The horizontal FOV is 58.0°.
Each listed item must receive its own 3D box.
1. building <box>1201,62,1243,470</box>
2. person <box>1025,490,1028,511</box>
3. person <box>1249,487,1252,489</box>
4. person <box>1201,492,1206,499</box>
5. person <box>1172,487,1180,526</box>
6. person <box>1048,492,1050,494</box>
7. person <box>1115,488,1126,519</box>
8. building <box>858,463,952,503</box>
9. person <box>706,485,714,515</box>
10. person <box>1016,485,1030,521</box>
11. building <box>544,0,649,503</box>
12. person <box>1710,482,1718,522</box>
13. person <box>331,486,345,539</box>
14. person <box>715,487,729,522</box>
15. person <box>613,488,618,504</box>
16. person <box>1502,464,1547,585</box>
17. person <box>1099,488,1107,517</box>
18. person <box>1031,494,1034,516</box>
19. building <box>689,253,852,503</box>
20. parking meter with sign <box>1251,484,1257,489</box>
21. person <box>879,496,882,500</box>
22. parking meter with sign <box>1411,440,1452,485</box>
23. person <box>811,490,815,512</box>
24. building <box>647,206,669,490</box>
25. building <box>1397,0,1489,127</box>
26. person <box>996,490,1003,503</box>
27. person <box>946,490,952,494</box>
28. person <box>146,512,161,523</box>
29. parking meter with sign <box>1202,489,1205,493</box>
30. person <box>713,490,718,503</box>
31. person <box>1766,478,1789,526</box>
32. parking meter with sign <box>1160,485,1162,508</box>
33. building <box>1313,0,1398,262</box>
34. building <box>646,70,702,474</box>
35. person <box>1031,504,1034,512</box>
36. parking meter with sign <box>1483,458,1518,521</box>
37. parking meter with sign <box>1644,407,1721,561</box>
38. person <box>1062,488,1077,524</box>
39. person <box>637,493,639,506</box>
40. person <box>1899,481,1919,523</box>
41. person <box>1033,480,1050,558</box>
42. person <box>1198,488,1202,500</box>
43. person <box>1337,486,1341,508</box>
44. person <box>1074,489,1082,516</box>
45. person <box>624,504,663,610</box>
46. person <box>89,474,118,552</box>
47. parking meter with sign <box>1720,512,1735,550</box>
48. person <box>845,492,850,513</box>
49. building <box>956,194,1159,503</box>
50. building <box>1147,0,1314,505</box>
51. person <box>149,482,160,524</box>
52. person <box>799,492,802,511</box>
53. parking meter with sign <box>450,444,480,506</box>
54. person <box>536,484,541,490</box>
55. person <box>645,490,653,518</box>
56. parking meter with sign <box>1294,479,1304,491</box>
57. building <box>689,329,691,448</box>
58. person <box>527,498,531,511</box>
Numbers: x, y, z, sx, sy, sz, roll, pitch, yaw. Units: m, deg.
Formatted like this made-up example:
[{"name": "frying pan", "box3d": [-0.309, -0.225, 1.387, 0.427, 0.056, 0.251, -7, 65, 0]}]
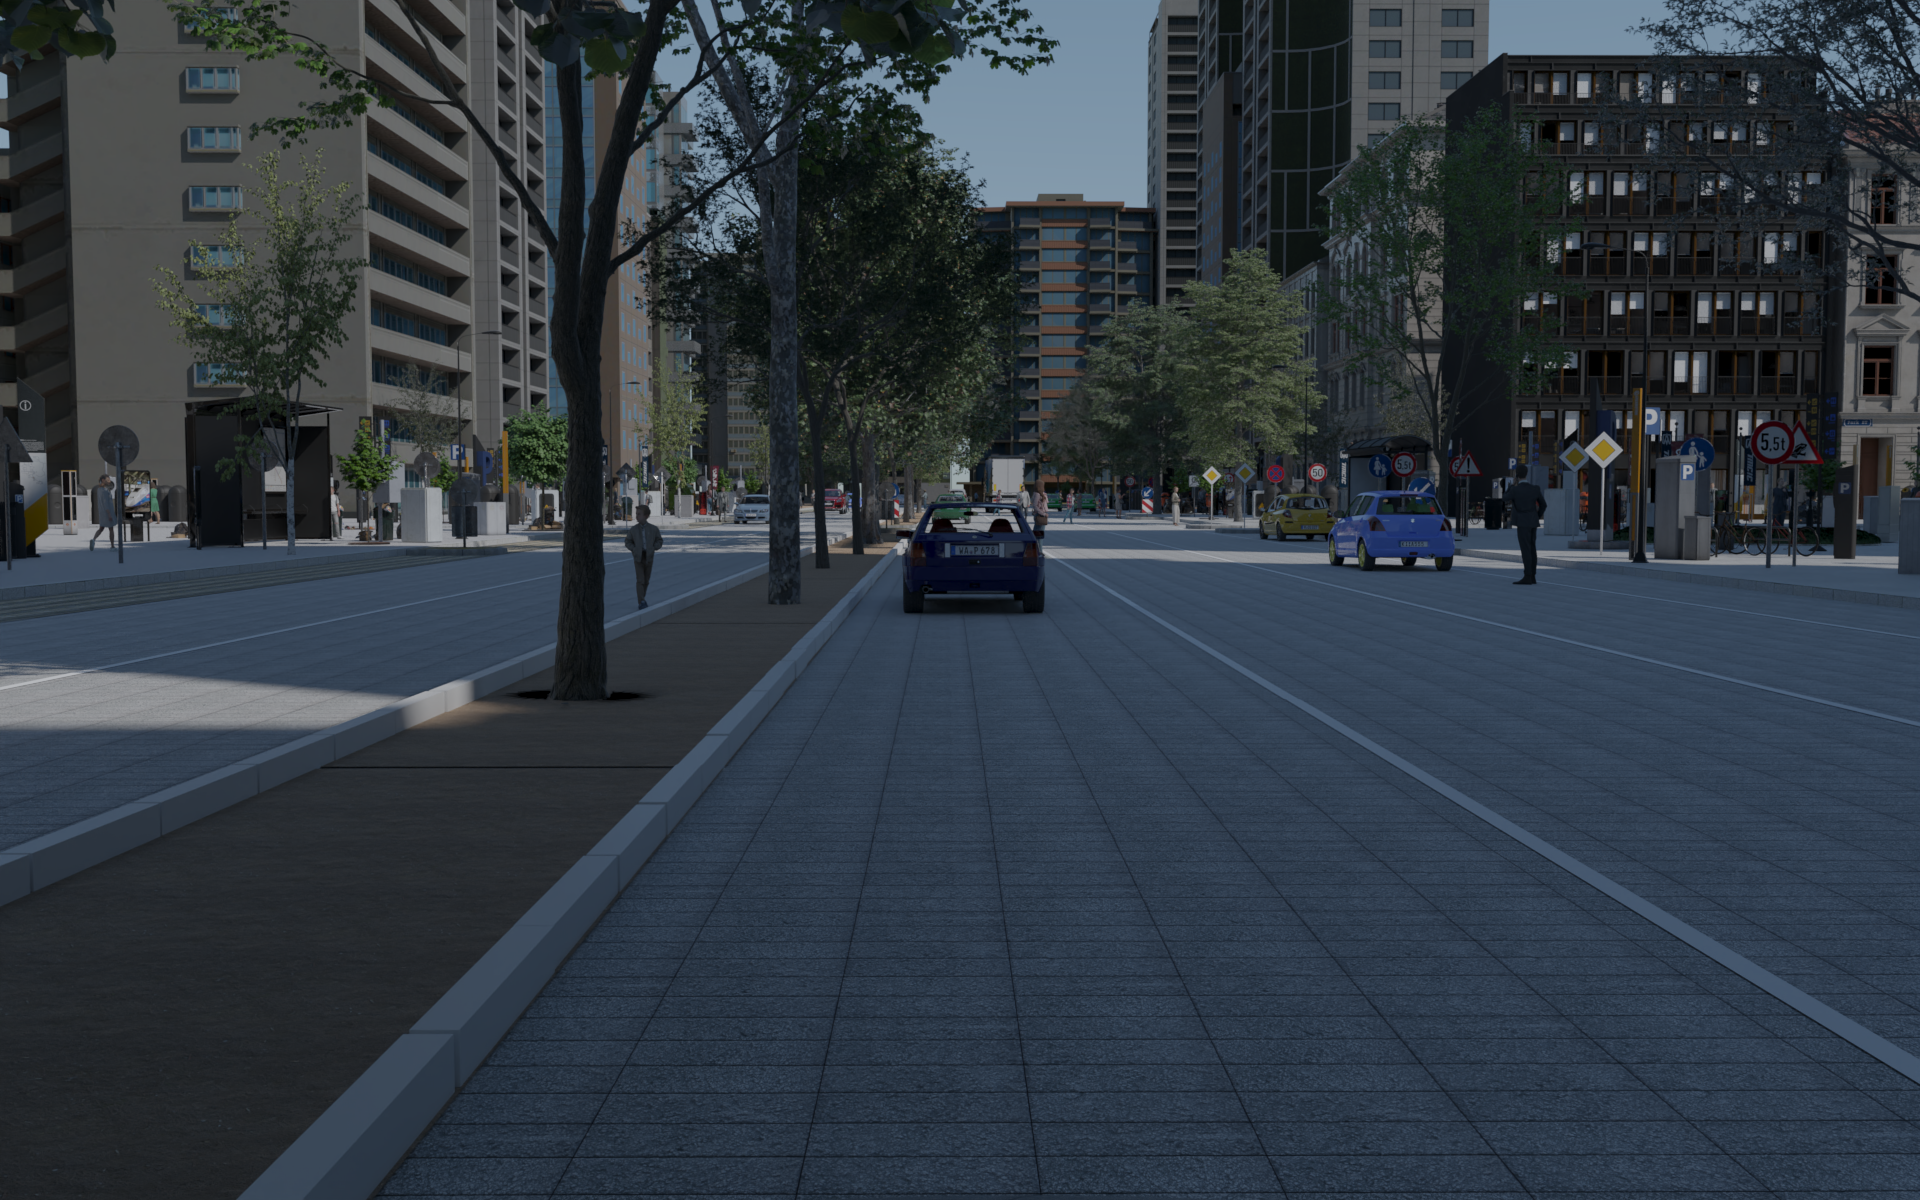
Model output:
[{"name": "building", "box3d": [33.161, -32.474, 181.060, 14.600, 45.320, 14.200, 0, 4, 0]}, {"name": "person", "box3d": [5.455, -8.319, 144.691, 0.466, 1.800, 0.511, -3, 5, -42]}, {"name": "person", "box3d": [21.046, -7.266, 125.029, 0.526, 1.800, 0.537, 2, 4, 35]}, {"name": "person", "box3d": [17.993, -7.346, 126.491, 0.721, 1.781, 0.623, 1, 4, 16]}, {"name": "person", "box3d": [9.717, -4.205, 77.807, 0.362, 1.759, 0.519, 2, 4, 27]}, {"name": "person", "box3d": [8.744, -9.863, 171.232, 0.415, 1.643, 0.593, -3, 5, -40]}, {"name": "person", "box3d": [9.188, -5.519, 99.091, 0.532, 1.782, 0.716, -1, 4, -20]}, {"name": "building", "box3d": [-8.252, -29.315, 251.006, 14.107, 30.474, 14.160, 0, 4, 0]}, {"name": "person", "box3d": [-15.566, -6.235, 108.001, 0.555, 1.821, 0.388, 2, 4, 24]}, {"name": "person", "box3d": [3.017, -4.555, 82.823, 0.661, 1.843, 0.795, 0, 4, 3]}, {"name": "building", "box3d": [-35.783, -30.765, 153.113, 14.600, 45.320, 14.200, 0, 4, 0]}, {"name": "person", "box3d": [34.425, -4.481, 79.415, 0.694, 1.812, 0.767, 1, 4, 22]}, {"name": "person", "box3d": [-17.789, -2.479, 49.165, 0.523, 1.515, 0.503, 2, 4, 29]}, {"name": "person", "box3d": [-11.990, -4.824, 87.468, 0.694, 1.812, 0.767, -1, 4, -18]}, {"name": "person", "box3d": [-28.115, -8.254, 141.419, 0.576, 1.772, 0.534, 1, 4, 19]}, {"name": "person", "box3d": [8.932, -1.200, 27.483, 0.648, 1.900, 0.474, -2, 4, -29]}, {"name": "person", "box3d": [8.782, -5.985, 106.382, 0.581, 1.822, 0.654, -2, 4, -27]}, {"name": "person", "box3d": [5.052, -6.496, 114.978, 0.850, 1.792, 0.678, 3, 5, 42]}, {"name": "building", "box3d": [-27.898, -34.759, 260.194, 23.993, 40.220, 32.217, 0, 4, 0]}, {"name": "parking meter with sign", "box3d": [21.559, -7.949, 126.233, 1.738, 3.016, 0.543, 1, 4, 16]}, {"name": "person", "box3d": [-9.906, -12.578, 214.709, 0.434, 1.755, 0.990, -1, 4, -14]}, {"name": "parking meter with sign", "box3d": [15.002, -3.660, 56.105, 0.543, 3.016, 1.738, -3, 5, -42]}, {"name": "person", "box3d": [-11.938, -8.084, 140.871, 0.606, 1.804, 0.583, 1, 4, 23]}, {"name": "building", "box3d": [-36.446, -24.235, 167.936, 14.160, 30.474, 14.107, 0, 4, 0]}, {"name": "building", "box3d": [36.235, -44.320, 162.879, 20.563, 71.187, 20.611, 0, 4, 0]}, {"name": "person", "box3d": [2.471, -6.282, 112.054, 0.643, 1.720, 0.563, 2, 4, 26]}, {"name": "person", "box3d": [-0.869, -7.543, 132.233, 0.661, 1.777, 0.834, -1, 4, -13]}, {"name": "person", "box3d": [-35.327, -4.264, 75.788, 0.654, 1.822, 0.581, -1, 4, -18]}, {"name": "parking meter with sign", "box3d": [18.831, -8.337, 132.569, 0.543, 3.016, 1.738, -1, 4, -19]}, {"name": "person", "box3d": [-20.183, -8.362, 142.936, 0.661, 1.801, 0.590, 3, 5, 45]}, {"name": "person", "box3d": [24.996, -2.840, 52.906, 0.576, 1.772, 0.534, 0, 4, -6]}, {"name": "parking meter with sign", "box3d": [16.527, -8.966, 142.849, 0.543, 3.016, 1.738, 2, 4, 30]}, {"name": "building", "box3d": [36.444, -46.448, 197.668, 20.563, 71.187, 20.611, 0, 4, 0]}, {"name": "building", "box3d": [-45.311, -35.251, 195.961, 30.456, 49.044, 23.786, 0, 4, 0]}, {"name": "person", "box3d": [5.921, -7.770, 135.896, 0.694, 1.780, 0.624, -2, 4, -33]}, {"name": "parking meter with sign", "box3d": [25.974, -5.323, 83.299, 1.738, 3.016, 0.543, -2, 4, -27]}, {"name": "parking meter with sign", "box3d": [14.074, -2.314, 34.101, 0.543, 3.016, 1.738, -1, 4, -18]}, {"name": "person", "box3d": [5.199, -4.436, 81.863, 0.643, 1.720, 0.563, 3, 4, 37]}, {"name": "person", "box3d": [-19.263, -6.042, 104.690, 0.638, 1.841, 0.748, 1, 4, 14]}, {"name": "person", "box3d": [32.297, -3.218, 58.877, 0.699, 1.804, 1.509, 0, 4, -5]}, {"name": "person", "box3d": [1.707, -1.819, 38.831, 0.643, 1.750, 0.593, 0, 4, 4]}, {"name": "person", "box3d": [20.212, -8.470, 144.802, 0.678, 1.792, 0.850, 1, 4, 15]}, {"name": "person", "box3d": [25.184, -6.653, 115.093, 0.850, 1.792, 0.678, 1, 4, 13]}, {"name": "person", "box3d": [7.779, -6.443, 114.203, 0.532, 1.782, 0.716, 0, 4, -2]}, {"name": "person", "box3d": [-3.924, -0.537, 21.547, 0.475, 1.303, 0.640, -2, 4, -25]}, {"name": "person", "box3d": [-19.009, -1.939, 38.488, 0.466, 1.731, 0.760, 1, 4, 12]}, {"name": "parking meter with sign", "box3d": [17.007, -2.680, 40.077, 1.738, 3.016, 0.543, 2, 4, 26]}, {"name": "person", "box3d": [-8.577, -7.396, 131.238, 0.330, 1.601, 0.589, -2, 4, -34]}, {"name": "building", "box3d": [13.893, -36.725, 255.081, 28.867, 44.769, 22.147, 0, 4, 0]}, {"name": "building", "box3d": [38.638, -49.864, 253.525, 20.611, 71.187, 20.563, 0, 4, 0]}, {"name": "person", "box3d": [-34.370, -4.126, 73.757, 0.529, 1.795, 0.600, 0, 4, 2]}, {"name": "person", "box3d": [-7.440, -4.283, 78.647, 0.709, 1.813, 0.853, 1, 4, 21]}, {"name": "parking meter with sign", "box3d": [-17.335, -3.986, 61.434, 0.543, 3.016, 1.738, 1, 4, 15]}, {"name": "person", "box3d": [-21.914, -5.151, 90.233, 0.822, 1.834, 0.622, -1, 4, -17]}, {"name": "person", "box3d": [-16.676, -5.122, 92.383, 0.523, 1.515, 0.503, -3, 4, -37]}, {"name": "parking meter with sign", "box3d": [17.608, -5.754, 90.345, 1.738, 3.016, 0.543, 0, 4, 2]}, {"name": "building", "box3d": [-46.919, -29.299, 250.738, 14.107, 30.474, 14.160, 0, 4, 0]}, {"name": "person", "box3d": [-27.291, -6.268, 109.269, 0.760, 1.731, 0.466, 3, 5, 42]}]
